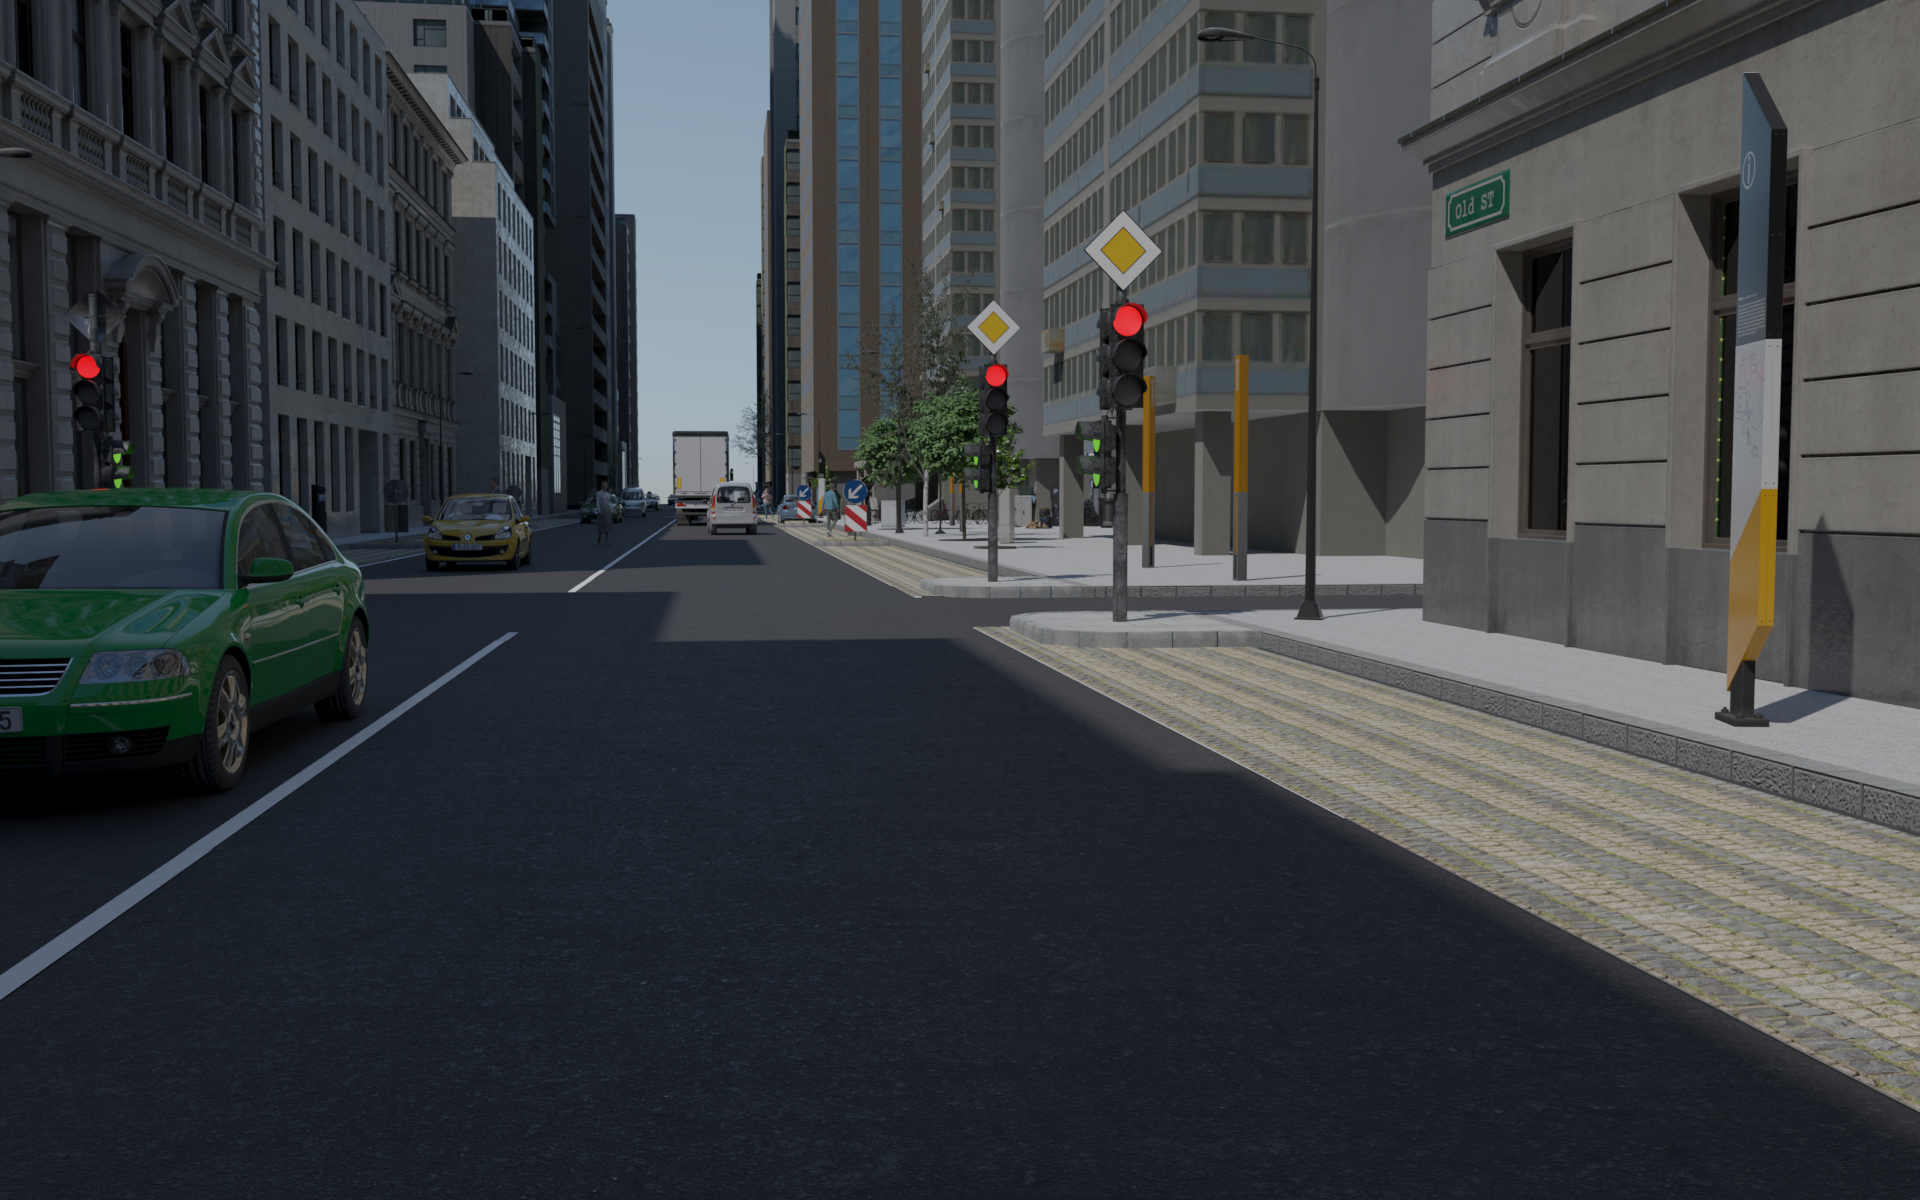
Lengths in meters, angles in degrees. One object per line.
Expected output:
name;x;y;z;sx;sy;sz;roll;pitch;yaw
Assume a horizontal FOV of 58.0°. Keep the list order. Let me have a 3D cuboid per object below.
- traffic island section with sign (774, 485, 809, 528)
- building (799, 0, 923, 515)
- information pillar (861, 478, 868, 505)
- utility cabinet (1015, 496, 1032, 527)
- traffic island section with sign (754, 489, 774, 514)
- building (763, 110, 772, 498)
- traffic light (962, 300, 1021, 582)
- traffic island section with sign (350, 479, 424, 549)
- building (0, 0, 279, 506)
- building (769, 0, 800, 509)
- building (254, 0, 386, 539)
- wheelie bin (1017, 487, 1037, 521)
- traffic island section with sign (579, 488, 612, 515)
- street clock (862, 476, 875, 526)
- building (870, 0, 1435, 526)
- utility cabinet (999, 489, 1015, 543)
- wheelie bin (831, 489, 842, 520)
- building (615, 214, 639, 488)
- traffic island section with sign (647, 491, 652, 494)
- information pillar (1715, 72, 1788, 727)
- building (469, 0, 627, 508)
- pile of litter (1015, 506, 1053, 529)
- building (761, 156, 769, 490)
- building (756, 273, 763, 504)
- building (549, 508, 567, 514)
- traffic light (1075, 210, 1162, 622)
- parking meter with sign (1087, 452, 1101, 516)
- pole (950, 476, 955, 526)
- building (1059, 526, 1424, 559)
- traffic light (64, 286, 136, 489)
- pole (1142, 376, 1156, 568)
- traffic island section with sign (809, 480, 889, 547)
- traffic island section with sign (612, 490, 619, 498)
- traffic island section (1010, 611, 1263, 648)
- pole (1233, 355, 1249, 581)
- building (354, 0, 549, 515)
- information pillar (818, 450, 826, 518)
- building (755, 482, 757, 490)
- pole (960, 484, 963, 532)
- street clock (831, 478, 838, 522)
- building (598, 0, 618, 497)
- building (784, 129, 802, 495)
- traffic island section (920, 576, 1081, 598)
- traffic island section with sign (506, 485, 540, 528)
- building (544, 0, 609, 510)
traffic island section with sign;-6.871;-4.038;74.646;1.989;1.847;2.006;0;4;-8
building;-3.095;-28.279;112.476;14.600;45.320;14.200;0;4;-8
information pillar;-4.304;-4.539;78.712;0.304;2.012;0.304;-2;4;-35
utility cabinet;2.309;-3.491;68.245;1.020;1.237;0.306;0;4;-2
traffic island section with sign;-13.959;-7.073;124.270;1.989;1.847;2.006;0;4;-8
building;-15.313;-33.574;199.053;14.600;45.320;14.200;0;4;-8
traffic light;0.462;-2.220;25.216;0.839;4.253;0.868;0;4;-8
traffic island section with sign;-14.871;-2.262;45.613;1.989;1.847;2.006;0;4;-8
building;-20.209;-12.388;31.422;11.050;23.489;19.941;0;4;-8
building;-7.171;-37.907;161.786;21.231;58.520;28.212;0;4;-8
building;-23.401;-11.943;50.012;10.420;20.320;16.860;0;4;-8
wheelie bin;2.876;-4.073;74.501;0.980;1.594;0.693;2;4;29
traffic island section with sign;-25.803;-6.945;122.179;1.989;1.847;2.006;0;4;-8
street clock;-3.680;-3.989;69.794;0.471;2.002;0.358;1;4;12
building;10.966;-24.357;90.124;32.217;40.220;23.993;0;4;-8
utility cabinet;1.210;-2.238;45.274;0.318;1.500;1.173;0;4;8
wheelie bin;-6.217;-4.782;86.096;0.693;1.594;0.980;0;4;1
building;-53.016;-34.338;245.020;14.154;41.232;14.086;0;4;-8
traffic island section with sign;-41.264;-13.575;230.570;1.989;1.847;2.006;0;4;-8
information pillar;4.366;-1.110;9.502;0.183;3.616;0.504;0;4;6
building;-54.039;-55.535;220.676;22.319;86.520;31.000;0;4;-8
pile of litter;2.905;-3.079;64.315;1.176;0.858;1.719;2;4;26
building;-17.388;-32.388;213.142;14.154;41.232;14.086;0;4;-8
building;-19.693;-27.869;227.355;14.160;30.474;14.107;0;4;-8
building;-39.597;-49.591;123.483;22.319;86.520;31.000;0;4;-8
traffic light;1.590;-1.736;17.310;0.839;4.253;0.868;0;4;-8
parking meter with sign;5.735;-4.714;73.338;0.543;3.016;1.738;1;4;12
pole;-0.310;-4.633;69.595;0.158;3.312;0.155;0;3;0
building;15.315;-21.422;42.123;23.993;40.220;32.217;0;4;-8
traffic light;-11.675;-2.113;23.474;0.839;4.253;0.868;0;4;-8
pole;3.274;-2.213;30.022;0.158;3.312;0.155;0;3;0
traffic island section with sign;-3.063;-2.406;47.960;1.989;1.847;2.006;0;4;-8
traffic island section with sign;-29.680;-8.607;149.347;1.989;1.847;2.006;0;4;-8
traffic island section;1.631;0.297;17.430;2.009;0.180;2.903;0;4;-8
pole;4.143;-1.939;25.546;0.158;3.312;0.155;0;3;0
building;-32.582;-20.291;103.453;14.160;30.474;14.107;0;4;-8
information pillar;-7.357;-6.171;92.249;0.183;3.616;0.504;-3;5;-45
building;-13.141;-33.999;247.764;32.217;40.220;23.993;0;4;-8
pole;0.084;-3.962;58.624;0.158;3.312;0.155;0;3;0
street clock;-5.818;-4.614;80.016;0.358;2.002;0.471;-1;4;-10
building;-49.711;-39.767;192.195;21.231;58.520;28.212;0;4;-8
building;-7.331;-22.603;141.261;14.160;30.474;14.107;0;4;-8
traffic island section;0.503;-0.187;25.335;2.009;0.180;2.903;0;4;-8
traffic island section with sign;-18.775;-3.935;72.963;1.989;1.847;2.006;0;4;-8
building;-42.380;-32.258;151.126;21.300;48.544;21.600;0;4;-8
